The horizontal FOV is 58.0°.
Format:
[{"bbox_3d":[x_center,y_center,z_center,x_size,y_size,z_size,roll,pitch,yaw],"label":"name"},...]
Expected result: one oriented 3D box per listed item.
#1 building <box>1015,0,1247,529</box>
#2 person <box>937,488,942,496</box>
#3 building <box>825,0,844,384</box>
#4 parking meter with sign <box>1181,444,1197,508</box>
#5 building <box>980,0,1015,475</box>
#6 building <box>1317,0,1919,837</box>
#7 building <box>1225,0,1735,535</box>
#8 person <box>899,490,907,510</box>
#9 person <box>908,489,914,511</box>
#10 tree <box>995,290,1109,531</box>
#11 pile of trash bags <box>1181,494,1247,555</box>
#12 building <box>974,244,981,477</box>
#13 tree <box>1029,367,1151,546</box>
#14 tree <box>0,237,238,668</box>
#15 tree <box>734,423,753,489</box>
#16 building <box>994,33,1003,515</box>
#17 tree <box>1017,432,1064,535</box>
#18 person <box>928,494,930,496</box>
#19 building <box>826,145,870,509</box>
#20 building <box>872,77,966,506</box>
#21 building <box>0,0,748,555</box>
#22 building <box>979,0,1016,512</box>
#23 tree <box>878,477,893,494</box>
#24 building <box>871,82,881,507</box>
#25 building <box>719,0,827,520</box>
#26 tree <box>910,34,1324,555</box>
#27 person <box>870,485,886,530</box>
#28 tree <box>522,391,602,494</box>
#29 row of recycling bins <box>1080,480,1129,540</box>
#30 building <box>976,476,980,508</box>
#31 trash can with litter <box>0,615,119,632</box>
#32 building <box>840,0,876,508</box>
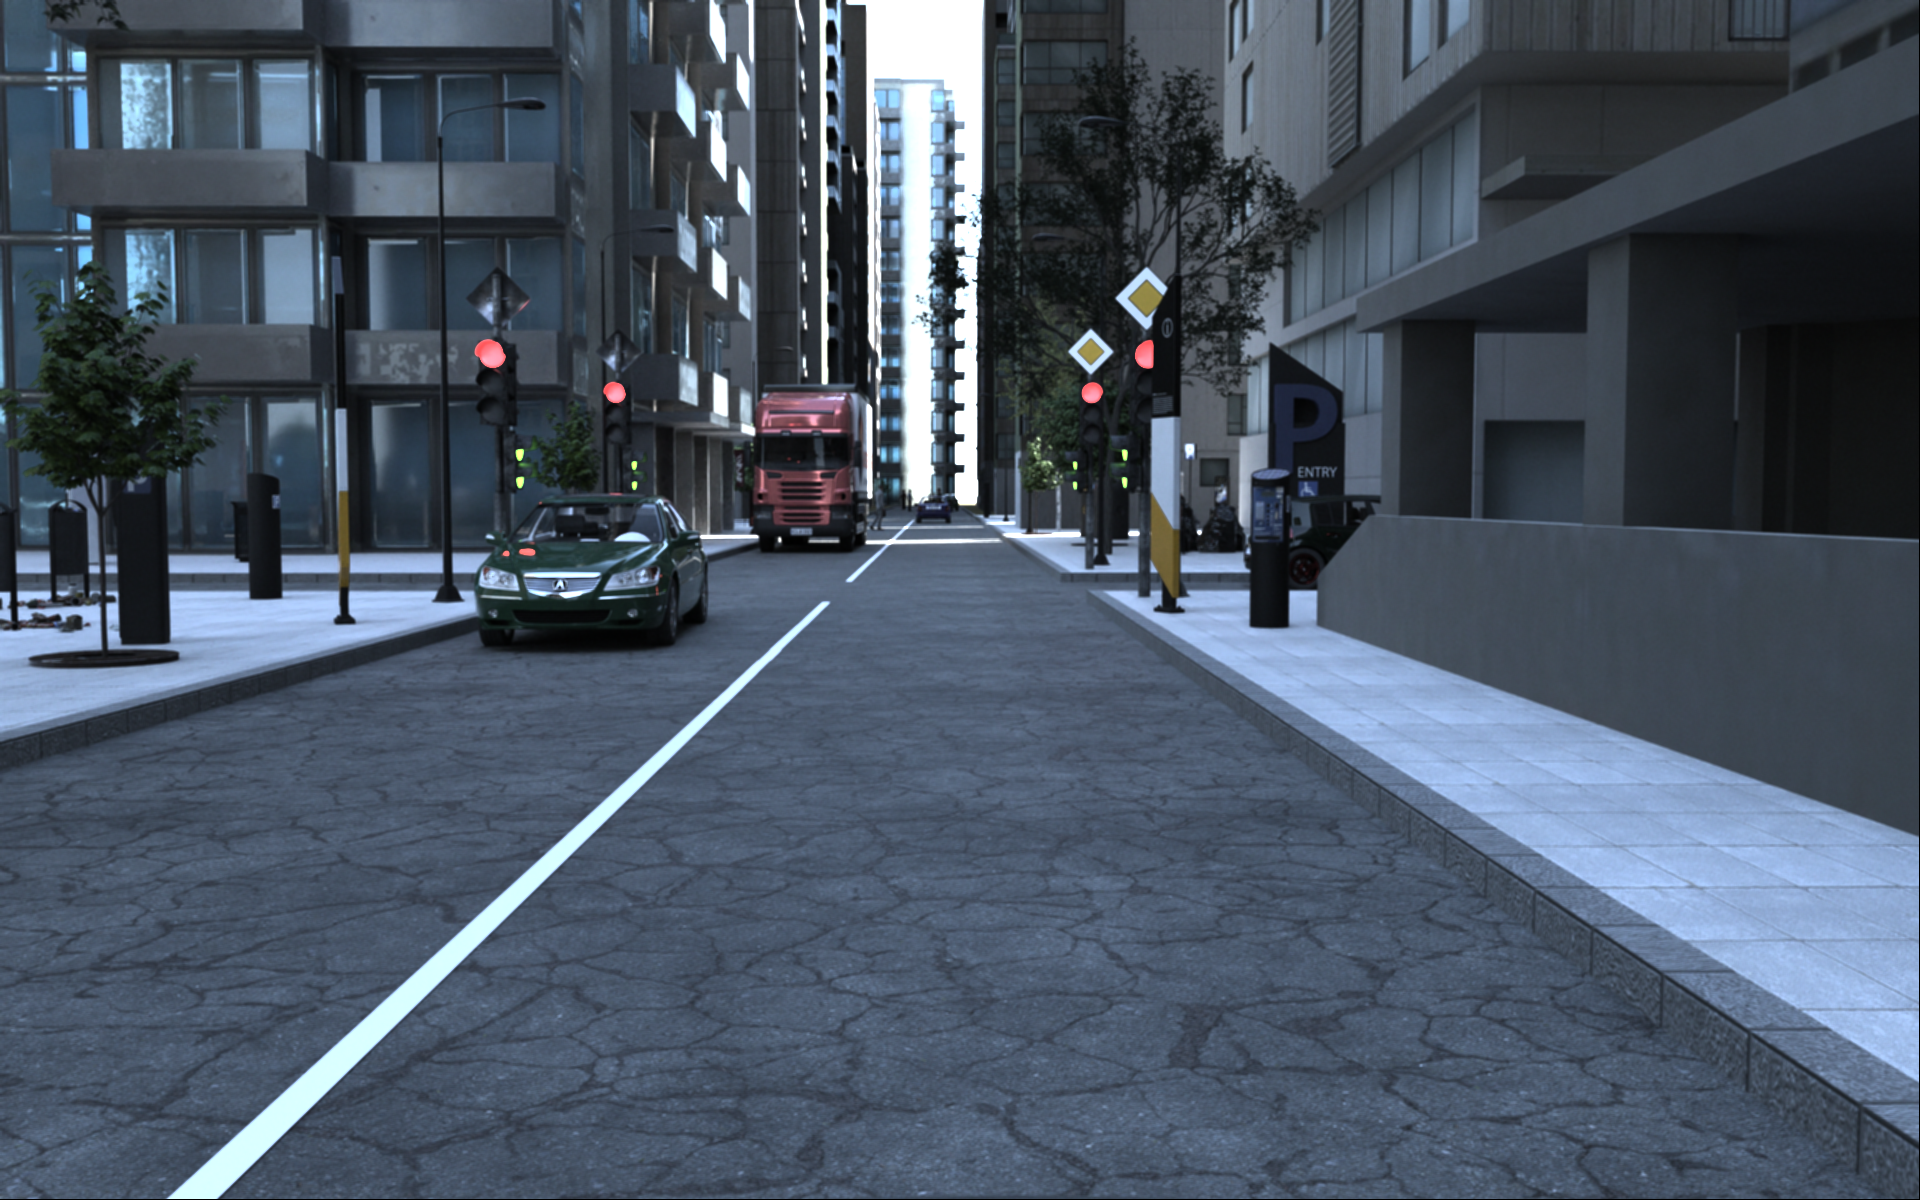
[{"bbox_3d":[9.165,-18.208,69.409,14.160,30.474,14.107,0,4,-1],"label":"building"},{"bbox_3d":[-1.375,-6.282,111.304,0.705,1.812,1.348,-1,4,-8],"label":"person"},{"bbox_3d":[-18.065,-49.261,118.086,22.319,86.520,31.000,0,4,-1],"label":"building"},{"bbox_3d":[7.276,-3.871,59.558,1.738,3.016,0.543,-2,4,-32],"label":"parking meter with sign"},{"bbox_3d":[8.824,-30.486,148.563,14.600,45.320,14.200,0,4,-1],"label":"building"},{"bbox_3d":[19.659,-19.390,8.903,32.217,40.220,23.993,0,4,-1],"label":"building"},{"bbox_3d":[21.514,-27.649,41.298,27.495,52.752,28.713,0,4,-1],"label":"building"},{"bbox_3d":[-5.193,-9.213,159.091,0.705,1.831,1.348,-2,4,-34],"label":"person"},{"bbox_3d":[-4.147,-8.305,144.269,0.705,1.826,1.348,1,4,14],"label":"person"},{"bbox_3d":[3.344,-6.690,59.739,4.737,8.622,4.395,0,3,0],"label":"tree"},{"bbox_3d":[5.112,-1.730,38.031,1.912,1.369,3.447,2,4,24],"label":"pile of trash bags"},{"bbox_3d":[8.816,-25.935,195.740,14.107,30.474,14.160,0,4,-1],"label":"building"},{"bbox_3d":[3.415,-3.637,43.184,4.285,4.588,4.351,0,3,0],"label":"tree"},{"bbox_3d":[-6.581,-1.127,13.022,1.663,3.219,1.824,0,3,0],"label":"tree"},{"bbox_3d":[-7.955,-5.378,71.641,4.285,4.588,4.351,0,3,0],"label":"tree"},{"bbox_3d":[9.176,-20.852,112.625,14.160,30.474,14.107,0,4,-1],"label":"building"},{"bbox_3d":[2.364,-3.636,54.049,1.663,3.219,1.824,0,3,0],"label":"tree"},{"bbox_3d":[-2.824,-9.007,159.025,0.557,1.426,1.065,0,4,-2],"label":"person"},{"bbox_3d":[-14.824,-22.713,143.051,14.160,30.474,14.107,0,4,-1],"label":"building"},{"bbox_3d":[-14.607,-35.436,198.992,30.456,49.044,23.786,0,4,-1],"label":"building"},{"bbox_3d":[-18.044,-26.254,48.856,23.786,49.044,30.456,0,4,-1],"label":"building"},{"bbox_3d":[11.963,-42.288,129.653,20.563,71.187,20.611,0,4,-1],"label":"building"},{"bbox_3d":[-8.141,-11.469,182.112,1.663,3.219,1.824,0,3,0],"label":"tree"},{"bbox_3d":[-14.961,-29.912,172.650,14.086,41.232,14.154,0,4,-1],"label":"building"},{"bbox_3d":[-14.488,-24.948,91.492,14.154,41.232,14.086,0,4,-1],"label":"building"},{"bbox_3d":[3.061,-6.225,36.193,8.767,10.594,7.601,0,4,3],"label":"tree"},{"bbox_3d":[-3.177,-3.679,68.780,0.853,1.813,0.709,-3,5,-39],"label":"person"},{"bbox_3d":[-7.224,-2.337,32.816,1.663,3.219,1.824,0,3,0],"label":"tree"},{"bbox_3d":[4.226,-2.645,50.364,1.069,1.692,3.534,0,4,-6],"label":"row of recycling bins"},{"bbox_3d":[17.784,-29.132,168.191,32.217,40.220,23.993,0,4,-1],"label":"building"},{"bbox_3d":[-8.987,-0.330,16.458,2.233,1.210,1.678,1,4,20],"label":"trash can with litter"},{"bbox_3d":[-14.979,-31.001,156.978,14.600,45.320,14.200,0,4,-1],"label":"building"}]
